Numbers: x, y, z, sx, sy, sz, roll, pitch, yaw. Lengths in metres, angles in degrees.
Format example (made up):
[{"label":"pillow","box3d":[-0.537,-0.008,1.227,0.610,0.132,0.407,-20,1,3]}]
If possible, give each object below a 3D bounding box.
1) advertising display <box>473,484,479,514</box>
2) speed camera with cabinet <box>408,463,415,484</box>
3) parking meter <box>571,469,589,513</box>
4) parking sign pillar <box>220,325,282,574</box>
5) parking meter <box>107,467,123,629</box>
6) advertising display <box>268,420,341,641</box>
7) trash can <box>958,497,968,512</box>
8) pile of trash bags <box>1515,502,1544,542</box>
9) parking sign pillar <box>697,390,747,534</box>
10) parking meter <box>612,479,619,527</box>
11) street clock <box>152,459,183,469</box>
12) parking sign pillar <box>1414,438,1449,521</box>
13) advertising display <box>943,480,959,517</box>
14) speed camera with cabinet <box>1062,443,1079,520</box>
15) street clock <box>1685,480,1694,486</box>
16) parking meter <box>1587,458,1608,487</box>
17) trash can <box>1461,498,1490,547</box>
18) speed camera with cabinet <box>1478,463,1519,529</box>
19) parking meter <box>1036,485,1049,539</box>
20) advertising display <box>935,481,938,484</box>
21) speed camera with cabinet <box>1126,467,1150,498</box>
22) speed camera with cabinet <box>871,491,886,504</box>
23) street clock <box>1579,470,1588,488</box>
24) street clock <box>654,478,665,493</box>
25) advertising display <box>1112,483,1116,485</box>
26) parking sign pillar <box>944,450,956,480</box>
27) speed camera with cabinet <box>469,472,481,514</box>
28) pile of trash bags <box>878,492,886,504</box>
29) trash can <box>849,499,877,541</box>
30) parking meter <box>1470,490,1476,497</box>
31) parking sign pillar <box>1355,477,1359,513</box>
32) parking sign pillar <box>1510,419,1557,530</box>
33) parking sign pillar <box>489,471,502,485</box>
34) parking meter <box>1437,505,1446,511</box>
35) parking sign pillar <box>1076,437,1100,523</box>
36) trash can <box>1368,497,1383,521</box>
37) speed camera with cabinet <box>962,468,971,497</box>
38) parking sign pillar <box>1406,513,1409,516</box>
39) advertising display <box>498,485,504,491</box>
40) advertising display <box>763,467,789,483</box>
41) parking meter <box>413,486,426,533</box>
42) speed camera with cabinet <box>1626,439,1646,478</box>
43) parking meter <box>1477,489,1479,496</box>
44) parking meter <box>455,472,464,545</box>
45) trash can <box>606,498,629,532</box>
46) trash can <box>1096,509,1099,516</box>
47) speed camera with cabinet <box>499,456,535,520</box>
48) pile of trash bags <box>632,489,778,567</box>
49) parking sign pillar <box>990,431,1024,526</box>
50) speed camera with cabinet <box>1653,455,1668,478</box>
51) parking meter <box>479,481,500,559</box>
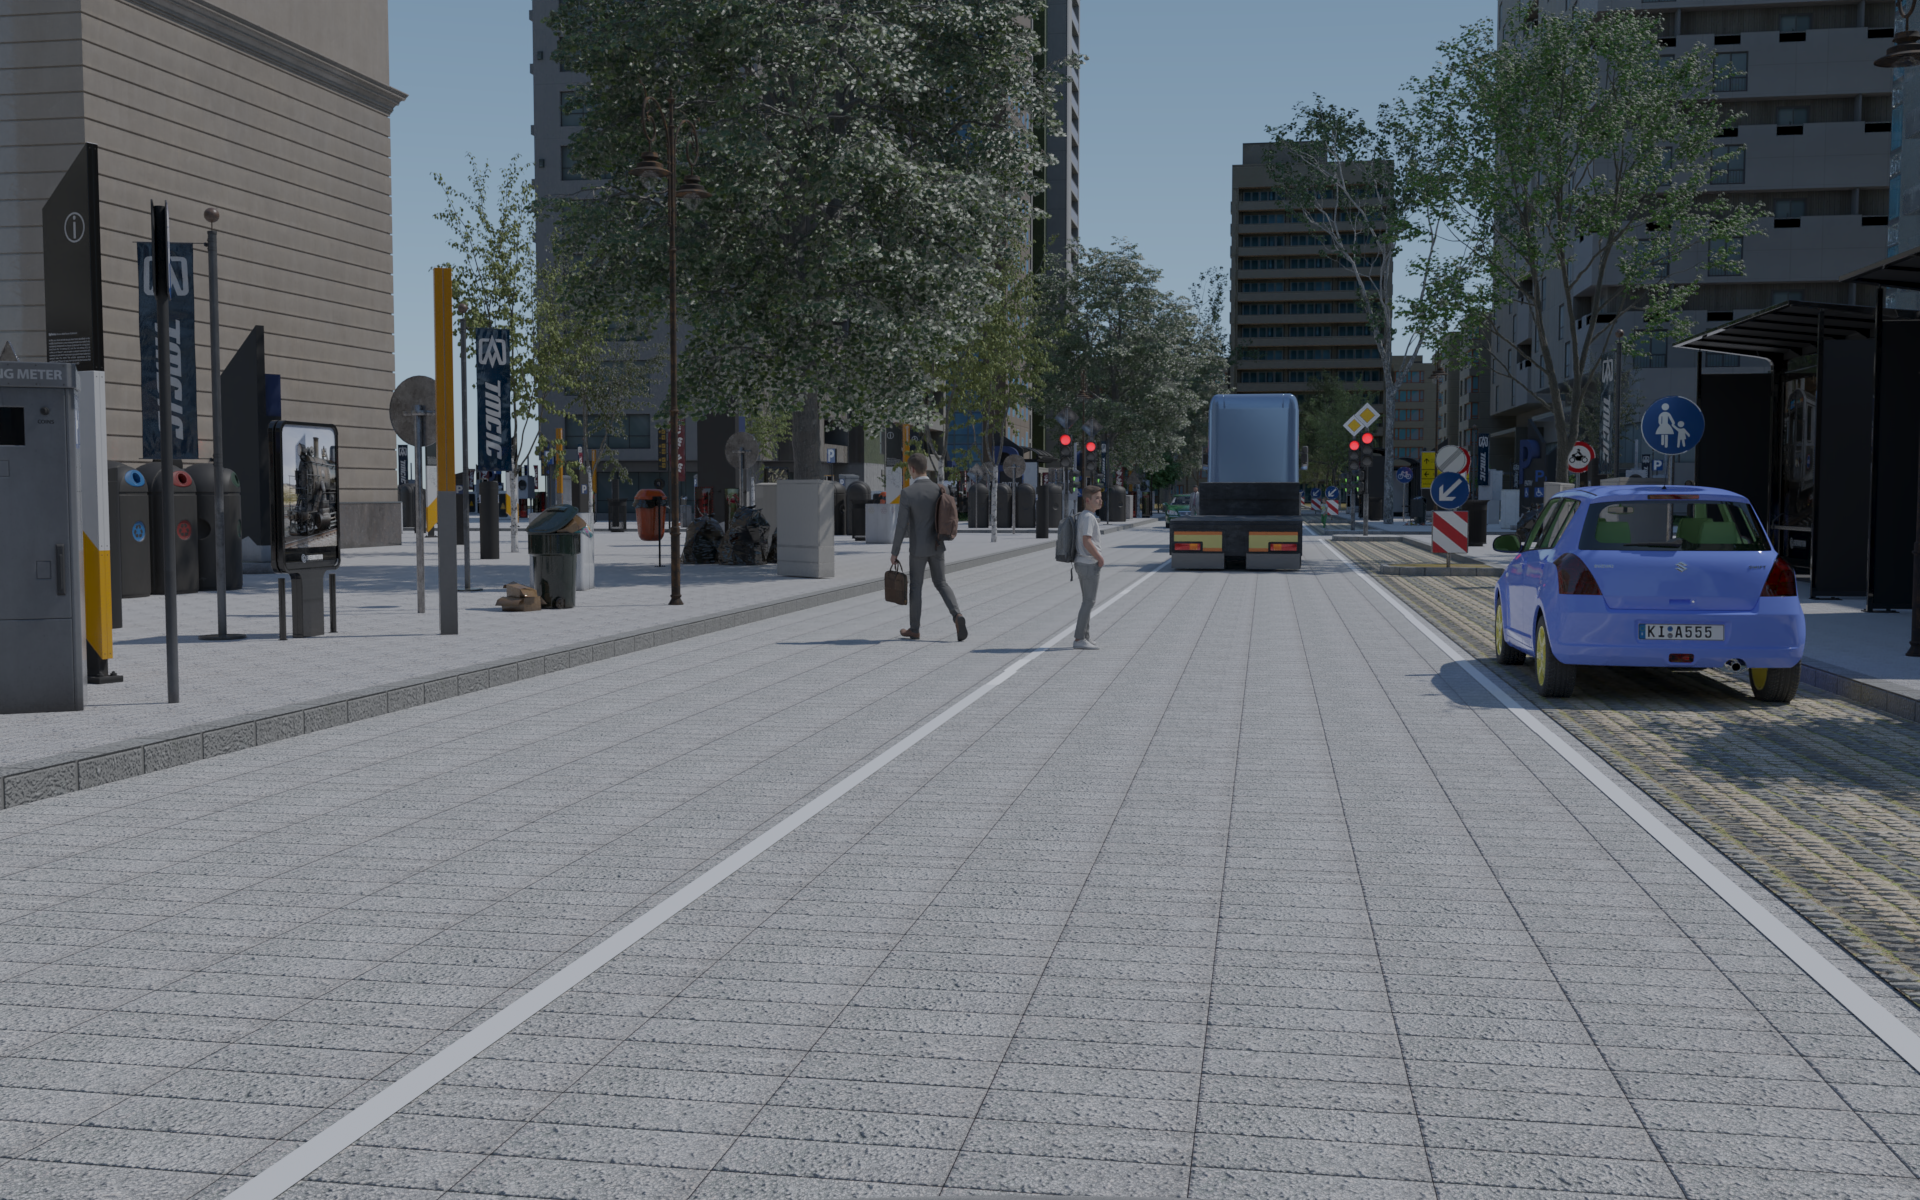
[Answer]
[{"label":"advertising display","box3d":[-31.831,-6.668,114.241,0.123,1.923,0.974,1,4,15]},{"label":"speed camera with cabinet","box3d":[-34.886,-7.003,108.832,0.660,3.252,2.038,2,4,32]},{"label":"parking meter","box3d":[-9.002,-2.163,41.075,0.255,1.863,0.399,2,4,25]},{"label":"parking sign pillar","box3d":[-11.593,-2.432,28.239,1.447,3.967,1.447,3,4,38]},{"label":"parking meter","box3d":[-8.210,-0.495,16.508,0.372,1.533,0.369,0,3,0]},{"label":"advertising display","box3d":[-5.872,-0.632,15.555,0.123,1.923,0.974,1,4,9]},{"label":"trash can","box3d":[0.182,-4.695,88.421,0.748,1.137,0.748,0,3,0]},{"label":"pile of trash bags","box3d":[16.591,-2.276,46.966,3.447,1.369,1.912,-3,5,-42]},{"label":"parking sign pillar","box3d":[-5.970,-3.360,43.406,1.447,3.967,1.447,2,4,35]},{"label":"parking meter","box3d":[-13.441,-3.783,67.558,0.255,1.863,0.399,-1,4,-14]},{"label":"street clock","box3d":[-13.667,-1.550,29.911,0.471,2.002,0.358,1,4,19]},{"label":"parking sign pillar","box3d":[22.962,-5.809,83.445,1.447,3.967,1.447,3,5,40]},{"label":"advertising display","box3d":[-0.419,-4.465,78.219,0.123,1.923,0.974,-3,5,-45]},{"label":"speed camera with cabinet","box3d":[4.289,-4.483,67.635,0.660,3.252,2.038,0,4,2]},{"label":"street clock","box3d":[37.959,-5.232,90.111,0.358,2.002,0.471,-2,4,-31]},{"label":"parking meter","box3d":[10.393,-1.380,28.268,0.255,1.863,0.399,1,4,9]},{"label":"trash can","box3d":[12.610,-1.886,42.482,0.748,1.137,0.748,0,3,0]},{"label":"speed camera with cabinet","box3d":[20.141,-4.260,63.988,0.660,3.252,2.038,-2,4,-31]},{"label":"parking meter","box3d":[2.374,-2.542,49.973,0.372,1.533,0.369,0,3,0]},{"label":"advertising display","box3d":[-0.808,-5.109,88.753,0.974,1.923,0.123,-2,4,-31]},{"label":"speed camera with cabinet","box3d":[10.925,-7.039,109.424,2.038,3.252,0.660,1,4,14]},{"label":"speed camera with cabinet","box3d":[-3.409,-5.585,85.656,2.038,3.252,0.660,0,4,1]},{"label":"street clock","box3d":[15.111,-2.296,42.105,0.358,2.002,0.471,1,4,15]},{"label":"street clock","box3d":[-13.813,-4.592,79.655,0.471,2.002,0.358,1,4,23]},{"label":"advertising display","box3d":[8.917,-5.861,101.048,0.974,1.923,0.123,1,4,8]},{"label":"parking sign pillar","box3d":[-0.574,-6.874,100.855,1.447,3.967,1.447,1,4,12]},{"label":"speed camera with cabinet","box3d":[-30.876,-7.087,110.207,0.660,3.252,2.038,2,4,31]},{"label":"pile of trash bags","box3d":[-2.272,-3.641,69.281,1.912,1.369,3.447,-2,4,-34]},{"label":"trash can","box3d":[-2.658,-2.188,47.426,0.748,1.137,0.748,0,3,0]},{"label":"parking meter","box3d":[35.454,-6.812,119.784,0.372,1.533,0.369,0,3,0]},{"label":"parking sign pillar","box3d":[27.640,-8.061,120.266,1.447,3.967,1.447,1,4,22]},{"label":"parking sign pillar","box3d":[20.338,-4.469,61.537,1.447,3.967,1.447,0,4,-4]},{"label":"parking sign pillar","box3d":[-34.177,-8.466,126.893,1.447,3.967,1.447,2,4,34]},{"label":"parking meter","box3d":[18.439,-3.542,66.327,0.372,1.533,0.369,0,3,0]},{"label":"parking sign pillar","box3d":[5.549,-5.433,77.294,1.447,3.967,1.447,2,4,28]},{"label":"trash can","box3d":[21.956,-4.873,91.319,0.748,1.137,0.748,0,3,0]},{"label":"speed camera with cabinet","box3d":[0.417,-8.333,130.587,0.660,3.252,2.038,3,5,45]},{"label":"parking sign pillar","box3d":[26.532,-6.825,100.055,1.447,3.967,1.447,2,4,30]},{"label":"advertising display","box3d":[-32.838,-7.195,122.845,0.974,1.923,0.123,1,4,12]},{"label":"advertising display","box3d":[-4.359,-2.200,41.190,0.123,1.923,0.974,2,4,26]},{"label":"parking meter","box3d":[-17.631,-2.943,56.528,0.372,1.533,0.369,0,3,0]},{"label":"speed camera with cabinet","box3d":[23.802,-4.194,62.912,2.038,3.252,0.660,1,4,22]},{"label":"parking meter","box3d":[33.371,-6.435,110.930,0.399,1.863,0.255,-1,4,-11]},{"label":"parking meter","box3d":[-12.603,-2.321,43.663,0.399,1.863,0.255,0,4,-4]},{"label":"trash can","box3d":[-11.494,-2.841,58.103,0.748,1.137,0.748,0,3,0]},{"label":"trash can","box3d":[8.112,-5.392,99.810,0.748,1.137,0.748,0,3,0]},{"label":"speed camera with cabinet","box3d":[-22.169,-5.626,86.315,2.038,3.252,0.660,2,4,27]},{"label":"pile of trash bags","box3d":[-4.425,-1.335,31.576,3.447,1.369,1.912,-3,5,-43]},{"label":"parking sign pillar","box3d":[1.904,-4.983,69.947,1.447,3.967,1.447,1,4,12]},{"label":"speed camera with cabinet","box3d":[32.220,-5.290,80.825,0.660,3.252,2.038,-2,4,-25]},{"label":"parking meter","box3d":[-9.275,-1.573,34.122,0.372,1.533,0.369,0,3,0]}]
